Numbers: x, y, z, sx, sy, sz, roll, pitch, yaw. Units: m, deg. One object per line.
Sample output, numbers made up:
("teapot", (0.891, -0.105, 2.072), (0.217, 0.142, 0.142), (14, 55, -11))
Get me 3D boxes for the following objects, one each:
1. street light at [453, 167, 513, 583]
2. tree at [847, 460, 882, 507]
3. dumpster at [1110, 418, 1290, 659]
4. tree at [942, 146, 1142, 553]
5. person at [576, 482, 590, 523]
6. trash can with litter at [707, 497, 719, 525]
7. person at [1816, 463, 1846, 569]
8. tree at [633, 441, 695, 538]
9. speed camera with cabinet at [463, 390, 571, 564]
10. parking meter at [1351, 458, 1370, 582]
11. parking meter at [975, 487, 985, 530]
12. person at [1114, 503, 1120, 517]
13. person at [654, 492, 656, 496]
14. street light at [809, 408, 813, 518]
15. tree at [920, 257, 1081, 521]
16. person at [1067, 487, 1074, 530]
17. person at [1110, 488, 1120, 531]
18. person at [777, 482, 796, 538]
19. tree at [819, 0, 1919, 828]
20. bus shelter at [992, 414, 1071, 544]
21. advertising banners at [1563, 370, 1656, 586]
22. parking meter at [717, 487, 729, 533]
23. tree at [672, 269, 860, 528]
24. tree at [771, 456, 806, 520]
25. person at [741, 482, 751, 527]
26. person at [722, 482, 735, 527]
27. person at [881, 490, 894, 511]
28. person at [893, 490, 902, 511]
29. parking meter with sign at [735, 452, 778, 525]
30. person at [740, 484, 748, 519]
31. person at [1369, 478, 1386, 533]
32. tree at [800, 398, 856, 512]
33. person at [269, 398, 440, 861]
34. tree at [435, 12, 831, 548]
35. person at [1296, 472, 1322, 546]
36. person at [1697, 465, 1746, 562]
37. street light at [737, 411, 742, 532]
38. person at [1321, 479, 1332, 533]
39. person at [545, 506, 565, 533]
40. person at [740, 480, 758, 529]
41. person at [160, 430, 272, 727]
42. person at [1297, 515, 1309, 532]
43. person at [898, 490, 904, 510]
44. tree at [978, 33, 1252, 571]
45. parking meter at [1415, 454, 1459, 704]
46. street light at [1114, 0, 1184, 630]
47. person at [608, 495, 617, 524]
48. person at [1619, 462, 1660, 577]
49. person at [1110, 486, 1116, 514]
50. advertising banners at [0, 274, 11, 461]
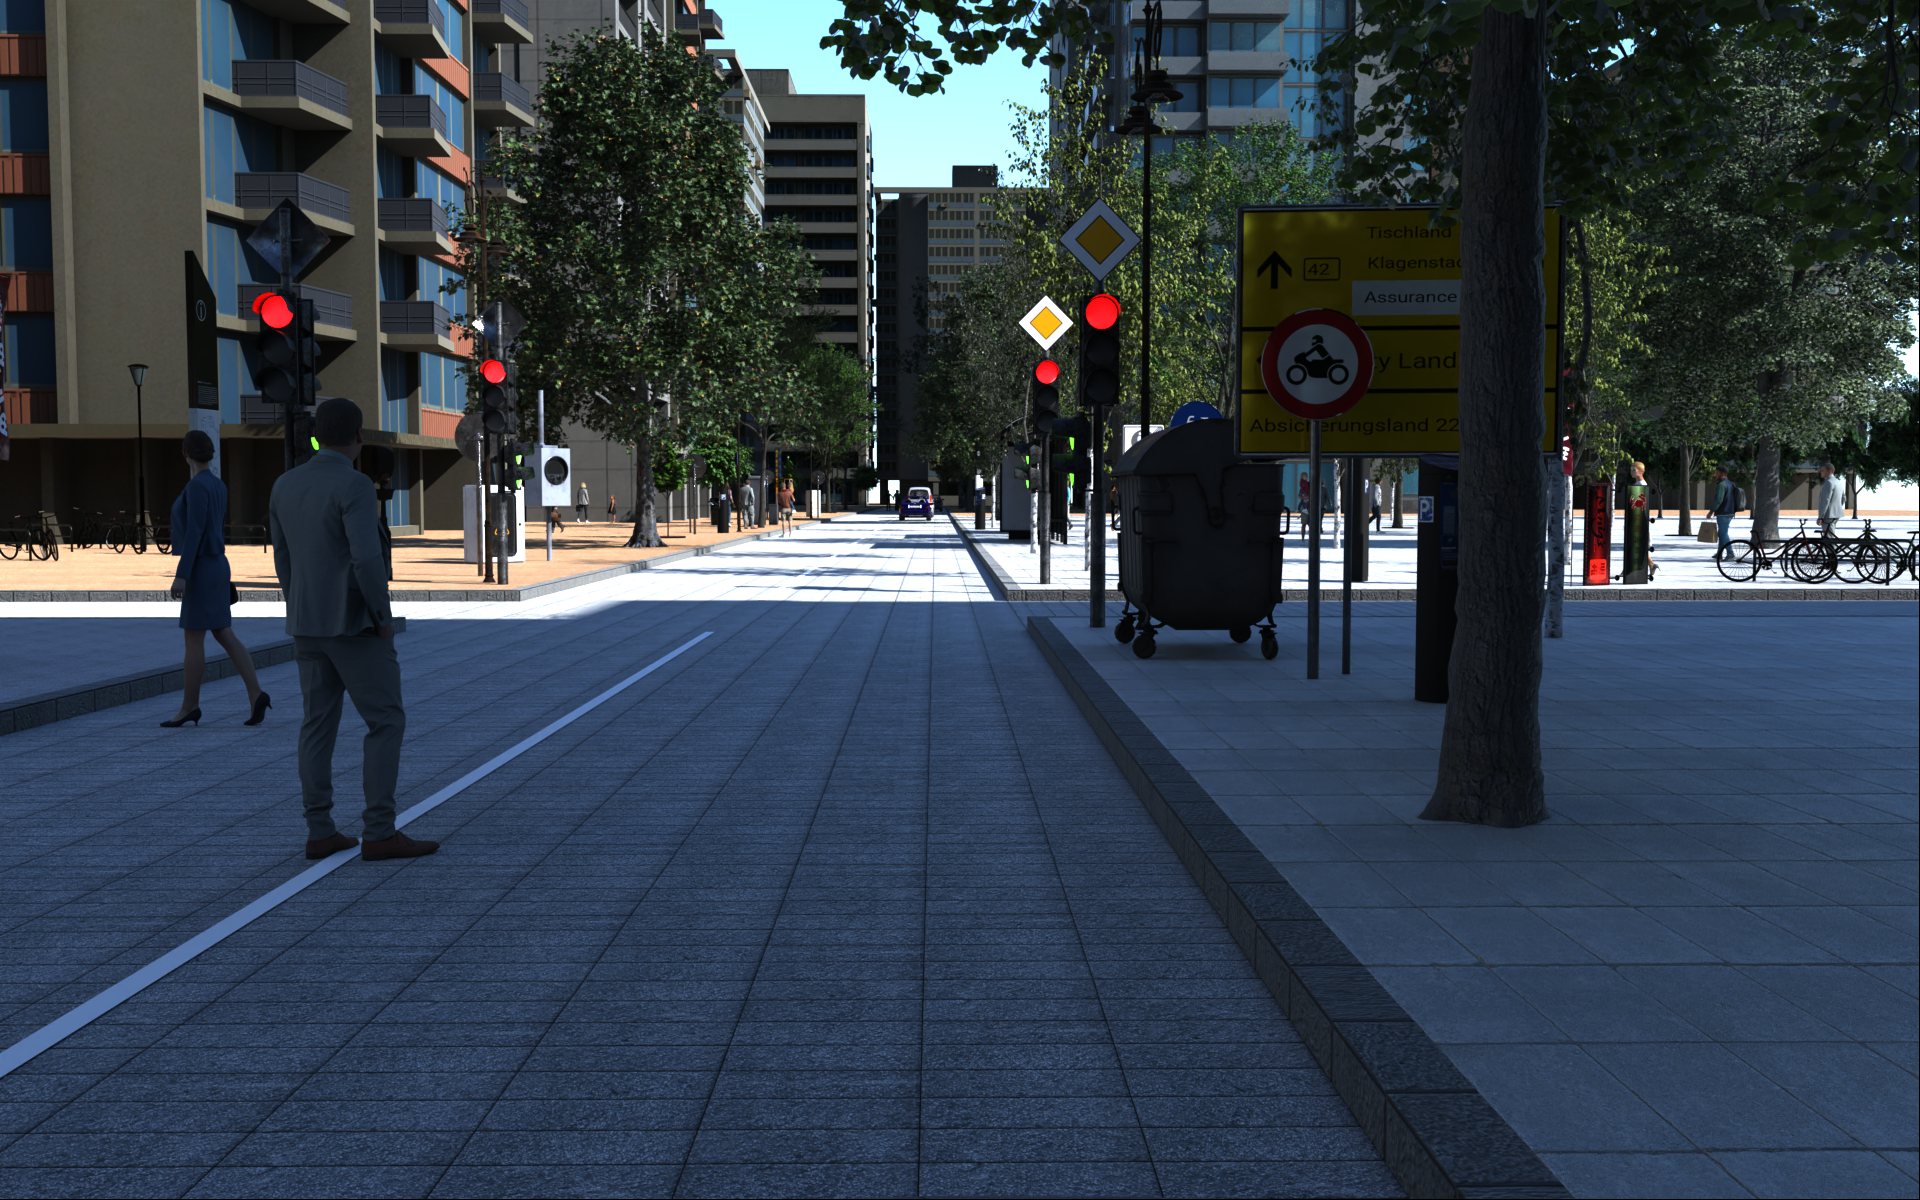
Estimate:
("street light", (-6.834, -3.191, 24.964), (0.468, 5.910, 1.993), (0, 4, -1))
("tree", (-9.240, -11.249, 167.640), (4.285, 4.588, 4.351), (0, 3, 0))
("dumpster", (1.936, -0.512, 14.122), (1.264, 1.857, 1.865), (0, 4, -1))
("tree", (1.634, -5.326, 37.436), (4.360, 8.622, 3.978), (0, 3, 0))
("person", (-16.753, -4.307, 76.642), (0.709, 1.800, 0.728), (2, 4, 26))
("trash can with litter", (-10.059, -3.672, 71.429), (0.624, 1.170, 1.055), (0, 4, 1))
("person", (14.830, -1.430, 29.521), (0.391, 1.810, 0.635), (3, 4, 38))
("tree", (-8.467, -3.422, 50.559), (1.663, 3.219, 1.824), (0, 3, 0))
("speed camera with cabinet", (-8.273, -2.327, 32.388), (0.660, 3.252, 2.038), (3, 5, 40))
("parking meter", (5.850, -1.208, 25.465), (0.255, 1.863, 0.399), (2, 4, 28))
("parking meter", (0.728, -3.302, 62.404), (0.372, 1.533, 0.369), (0, 3, 0))
("person", (8.995, -5.552, 98.628), (0.589, 1.601, 0.330), (3, 5, 45))
("person", (-11.987, -3.721, 66.683), (0.655, 1.846, 0.447), (2, 4, 23))
("street light", (-7.900, -7.278, 91.780), (0.468, 5.910, 1.993), (0, 4, -1))
("tree", (1.788, -10.209, 83.927), (9.611, 12.733, 9.660), (0, 3, 0))
("person", (3.762, -3.407, 61.611), (0.748, 1.841, 0.638), (-1, 4, -20))
("person", (5.598, -3.293, 59.846), (0.822, 1.834, 0.622), (0, 4, 2))
("person", (-5.698, -2.981, 57.217), (0.573, 1.828, 0.580), (3, 5, 39))
("tree", (2.034, -5.432, 6.941), (7.486, 12.596, 7.792), (0, 3, 0))
("bus shelter", (1.938, -3.212, 46.444), (2.014, 3.302, 5.546), (0, 4, -1))
("advertising banners", (8.944, -1.713, 24.189), (2.074, 3.025, 0.090), (-2, 4, -26))
("parking meter", (-7.791, -2.967, 56.928), (0.372, 1.533, 0.369), (0, 3, 0))
("tree", (-7.268, -8.040, 65.864), (7.601, 10.594, 8.767), (-2, 4, -29))
("tree", (-8.720, -5.666, 87.247), (1.663, 3.219, 1.824), (0, 3, 0))
("person", (-8.391, -3.782, 68.074), (0.583, 1.804, 0.606), (0, 4, 0))
("person", (-9.033, -3.707, 67.240), (0.593, 1.750, 0.643), (1, 4, 8))
("person", (-6.032, -8.321, 145.070), (1.217, 1.766, 0.721), (2, 4, 24))
("person", (-5.430, -8.616, 149.459), (0.705, 1.814, 1.350), (-3, 4, -37))
("parking meter with sign", (-8.453, -4.643, 72.179), (1.738, 3.016, 0.543), (0, 4, 4))
("person", (-10.938, -5.006, 87.990), (0.635, 1.810, 0.391), (0, 4, -4))
("person", (13.480, -3.092, 56.449), (0.795, 1.843, 0.661), (0, 4, 6))
("tree", (-9.321, -10.742, 126.000), (4.737, 8.622, 4.395), (0, 3, 0))
("person", (-2.442, 0.108, 6.837), (0.635, 1.810, 0.391), (1, 4, 22))
("tree", (-7.749, -7.632, 41.791), (9.611, 12.733, 9.660), (0, 3, 0))
("person", (8.663, -2.273, 43.176), (0.580, 1.828, 0.573), (-3, 4, -36))
("person", (14.427, -1.639, 32.828), (0.794, 1.824, 0.713), (-2, 4, -24))
("street light", (-7.512, -5.257, 58.740), (0.468, 5.910, 1.993), (0, 4, -1))
("person", (11.841, -3.070, 56.636), (0.661, 1.777, 0.834), (2, 4, 33))
("person", (-13.390, -3.143, 57.401), (0.822, 1.834, 0.622), (-3, 5, -43))
("person", (-7.801, -3.519, 63.675), (0.635, 1.810, 0.391), (1, 4, 16))
("person", (-4.599, -0.129, 10.632), (0.654, 1.822, 0.581), (1, 4, 13))
("person", (11.878, -2.872, 58.499), (1.012, 1.151, 0.738), (-1, 4, -15))
("person", (-5.725, -9.279, 160.227), (1.348, 1.822, 0.705), (-3, 4, -37))
("tree", (2.393, -4.794, 28.741), (4.737, 8.622, 4.395), (0, 3, 0))
("parking meter", (3.021, -0.142, 10.728), (0.372, 1.533, 0.369), (0, 3, 0))
("street light", (1.743, -2.657, 16.227), (0.468, 5.910, 1.993), (0, 4, -1))
("person", (-15.166, -3.963, 75.512), (0.373, 1.253, 0.362), (0, 4, -3))
("person", (10.491, -1.245, 26.744), (0.624, 1.780, 0.694), (2, 4, 25))
("person", (9.720, -6.330, 109.555), (0.705, 1.823, 1.348), (-1, 4, -15))
("advertising banners", (-7.565, -1.026, 12.959), (0.090, 3.025, 2.074), (0, 4, -3))
